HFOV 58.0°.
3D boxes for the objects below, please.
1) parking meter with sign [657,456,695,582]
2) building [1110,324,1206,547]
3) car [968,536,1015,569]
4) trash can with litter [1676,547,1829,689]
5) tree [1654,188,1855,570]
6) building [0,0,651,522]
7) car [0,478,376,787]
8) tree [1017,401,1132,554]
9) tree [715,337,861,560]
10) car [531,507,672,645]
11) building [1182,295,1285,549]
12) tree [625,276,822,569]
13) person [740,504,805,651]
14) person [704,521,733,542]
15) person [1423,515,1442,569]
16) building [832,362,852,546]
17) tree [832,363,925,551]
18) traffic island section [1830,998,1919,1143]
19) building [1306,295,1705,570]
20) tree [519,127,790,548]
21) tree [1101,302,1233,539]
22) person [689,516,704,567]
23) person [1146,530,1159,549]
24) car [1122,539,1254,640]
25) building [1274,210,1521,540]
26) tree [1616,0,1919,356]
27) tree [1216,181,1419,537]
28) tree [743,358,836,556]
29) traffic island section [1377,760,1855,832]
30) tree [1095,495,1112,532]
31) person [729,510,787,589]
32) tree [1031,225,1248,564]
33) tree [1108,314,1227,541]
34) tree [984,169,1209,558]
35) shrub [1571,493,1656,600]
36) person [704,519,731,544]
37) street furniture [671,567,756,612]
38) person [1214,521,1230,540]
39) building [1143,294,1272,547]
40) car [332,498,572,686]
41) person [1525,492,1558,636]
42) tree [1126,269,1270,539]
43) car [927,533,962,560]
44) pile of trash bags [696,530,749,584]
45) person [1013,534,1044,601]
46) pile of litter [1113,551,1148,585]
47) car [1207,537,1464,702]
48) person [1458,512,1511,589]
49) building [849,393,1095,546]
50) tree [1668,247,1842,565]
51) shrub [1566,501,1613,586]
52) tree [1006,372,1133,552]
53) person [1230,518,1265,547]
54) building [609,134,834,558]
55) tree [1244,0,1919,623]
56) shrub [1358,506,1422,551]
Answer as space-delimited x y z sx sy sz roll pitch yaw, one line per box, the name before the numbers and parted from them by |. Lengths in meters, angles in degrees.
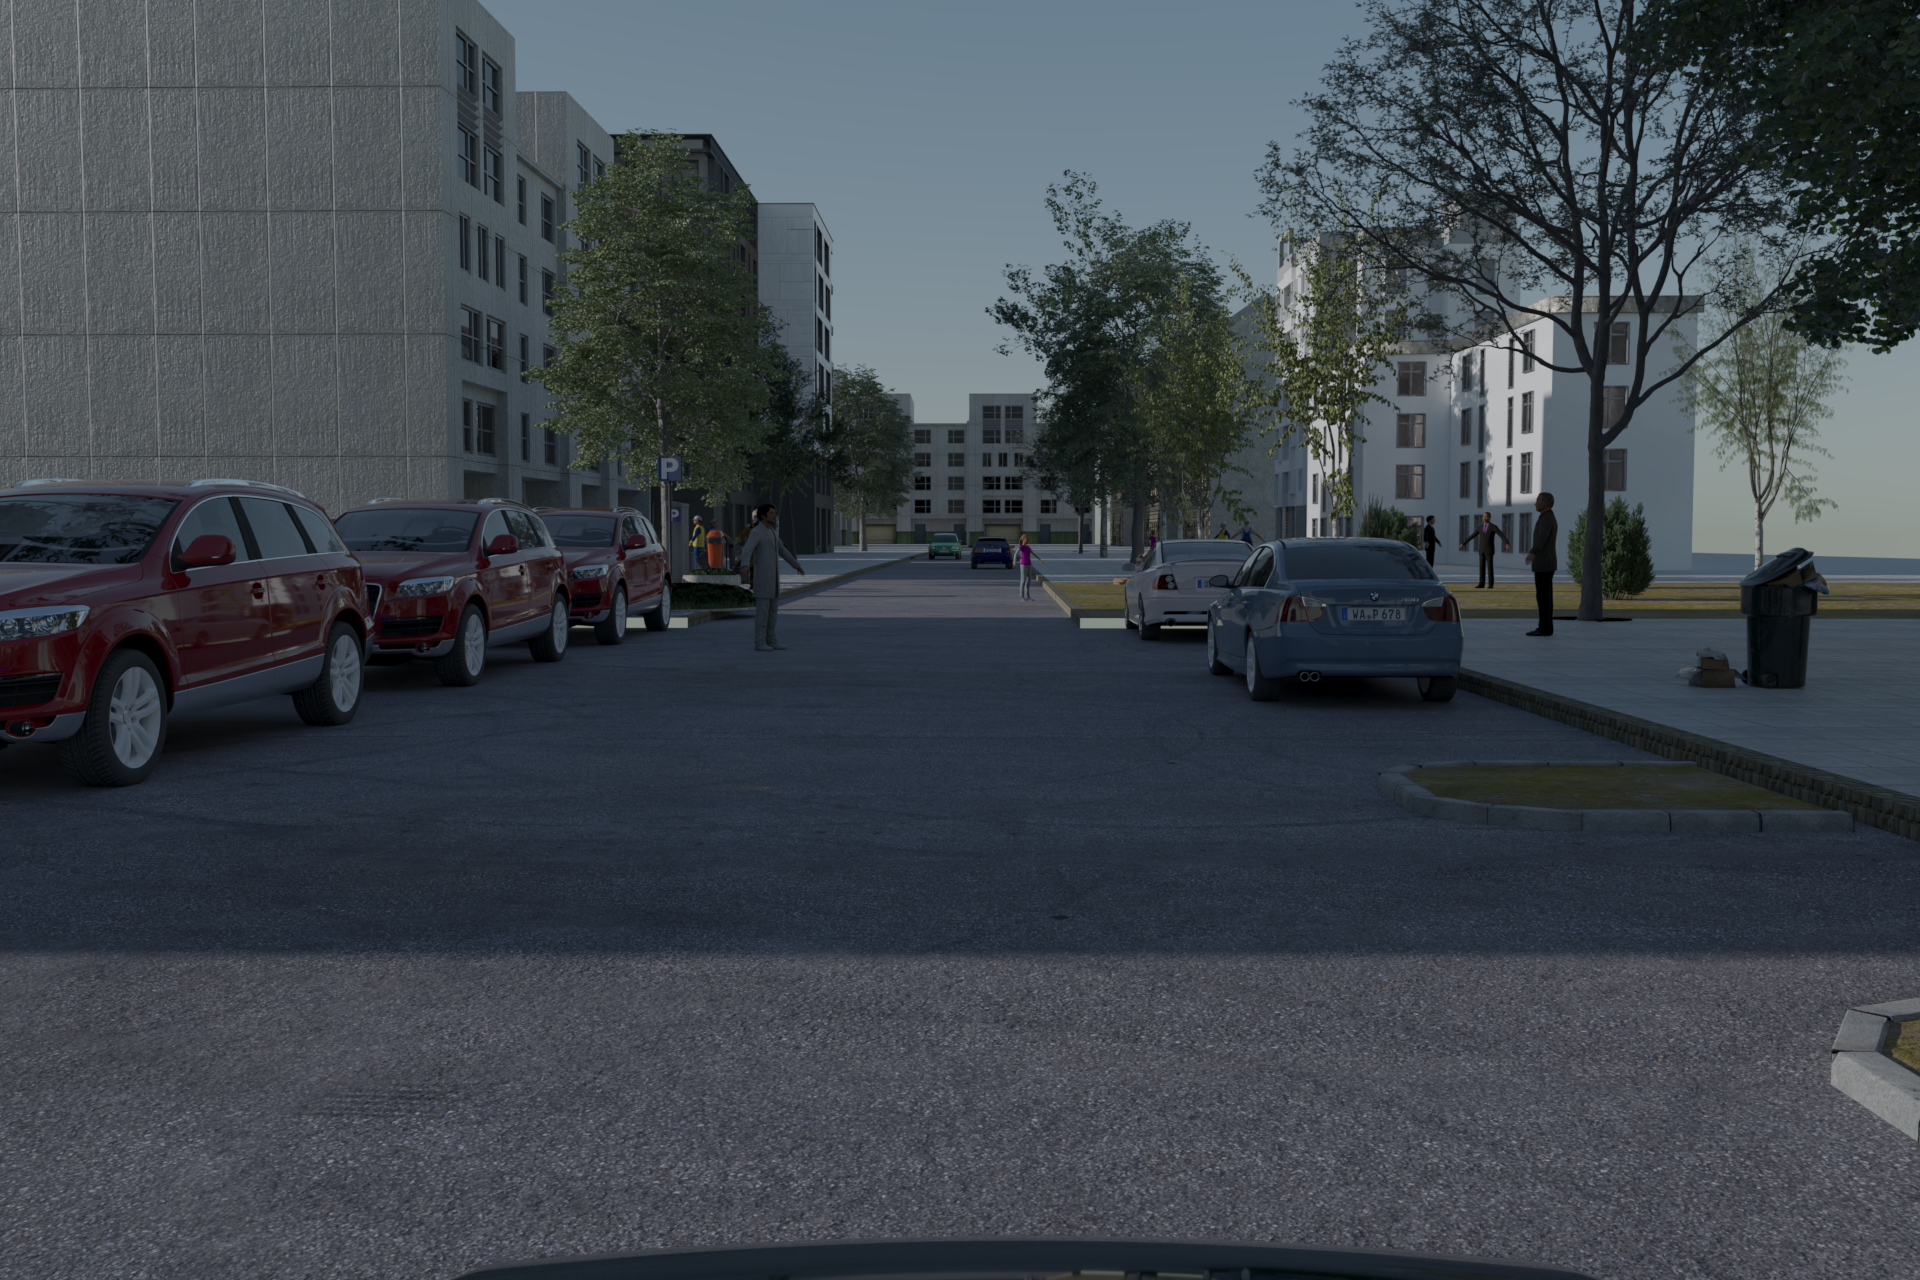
parking meter with sign | -6.470 -2.661 39.766 0.543 3.016 1.738 0 4 3
building | 26.071 -21.699 185.707 19.493 23.208 18.063 0 4 1
car | 1.314 -3.634 72.002 1.945 1.354 3.894 0 4 0
trash can with litter | 6.613 -0.188 14.466 1.055 1.170 0.624 0 4 1
tree | 17.186 -5.293 36.900 4.360 8.622 3.978 0 3 0
building | -24.047 -12.434 69.747 16.747 18.905 31.486 0 4 1
car | -5.652 -0.175 11.528 2.281 1.827 5.304 0 4 2
tree | 7.855 -10.903 112.680 8.767 10.594 7.601 0 4 3
tree | -8.128 -9.010 81.720 7.601 10.594 8.767 2 4 28
car | -5.366 -0.945 24.121 2.281 1.827 5.304 0 4 1
building | 29.454 -19.403 148.174 19.493 23.208 18.063 0 4 1
tree | -8.594 -7.845 62.673 7.601 10.594 8.767 -1 4 -9
person | -2.359 -0.778 21.360 0.705 1.806 1.347 2 4 26
person | -8.115 -3.135 58.064 1.217 1.733 0.721 -2 4 -32
person | 13.151 -2.578 48.332 0.705 1.806 1.347 2 4 32
building | -21.292 -19.602 186.954 16.747 18.905 31.486 0 4 1
tree | -7.133 -13.573 128.577 9.857 13.997 8.962 0 3 0
traffic island section | 3.249 1.148 4.098 1.991 0.108 1.994 0 4 1
building | 21.923 -8.134 75.135 9.099 9.664 28.070 0 4 1
tree | -8.702 -8.030 49.424 7.486 12.596 7.792 0 3 0
tree | 7.161 -6.365 54.423 4.360 8.622 3.978 0 3 0
person | -7.893 -2.817 52.026 0.705 1.833 1.349 0 4 4
person | 7.113 -3.306 63.323 0.599 1.433 0.991 -3 4 -36
car | 3.384 -0.754 24.690 2.083 1.381 4.827 0 4 2
building | 24.913 -15.388 108.007 16.016 20.090 11.380 0 4 1
tree | 9.402 -6.499 12.911 9.857 13.997 8.962 0 3 0
tree | 7.491 -5.193 35.270 4.737 8.622 4.395 0 3 0
tree | -7.612 -7.516 73.245 4.737 8.622 4.395 0 3 0
traffic island section | 3.330 0.828 9.336 1.991 0.108 1.994 0 4 2
tree | 19.662 -16.419 218.804 4.360 8.622 3.978 0 3 0
person | -4.688 -2.101 40.113 1.354 1.858 0.705 -1 4 -13
tree | 7.620 -10.181 73.118 9.857 13.997 8.962 0 3 0
tree | 6.747 -6.647 59.043 4.360 8.622 3.978 0 3 0
tree | 6.424 -14.494 92.864 12.611 20.169 13.585 0 3 0
shrub | 12.745 -1.817 33.752 1.661 2.075 1.752 0 3 0
person | -8.672 -3.362 61.092 1.347 1.817 0.704 -3 5 -42
street furniture | -8.454 -0.915 30.582 10.072 0.657 5.734 0 4 -2
person | 9.837 -3.599 65.308 0.721 1.772 1.216 -2 4 -26
building | 27.901 -20.554 166.989 19.493 23.208 18.063 0 4 1
car | -5.531 -0.570 17.995 2.281 1.827 5.304 0 4 2
person | 7.334 -0.957 21.827 0.705 1.807 1.348 2 4 26
tree | 6.679 -5.970 47.978 4.737 8.622 4.395 0 3 0
car | -0.840 -5.458 98.038 1.959 1.807 4.718 0 4 2
pile of trash bags | -6.017 -2.130 44.575 1.912 1.369 3.447 0 4 2
person | 1.452 -1.547 37.009 0.599 1.433 0.991 3 5 41
pile of litter | 4.444 -1.821 43.740 1.176 0.858 1.719 0 4 0
car | 3.382 -0.252 16.119 2.014 1.417 4.499 0 4 1
person | 12.389 -2.114 40.792 0.704 1.802 1.346 -3 5 -42
building | 1.152 -21.735 224.287 31.486 18.905 16.747 0 4 0
tree | 20.616 -5.737 44.168 4.360 8.622 3.978 0 3 0
shrub | 15.239 -2.273 41.210 1.661 2.075 1.752 0 3 0
tree | 8.504 -13.041 123.591 12.009 13.543 11.850 0 3 0
person | 9.932 -3.314 60.037 1.347 1.847 0.705 1 4 9
building | -22.981 -15.977 105.193 27.936 21.610 32.646 0 4 1
tree | 9.506 -7.030 25.311 12.009 13.543 11.850 0 3 0
shrub | 11.307 -2.541 45.594 1.661 2.075 1.752 0 3 0
